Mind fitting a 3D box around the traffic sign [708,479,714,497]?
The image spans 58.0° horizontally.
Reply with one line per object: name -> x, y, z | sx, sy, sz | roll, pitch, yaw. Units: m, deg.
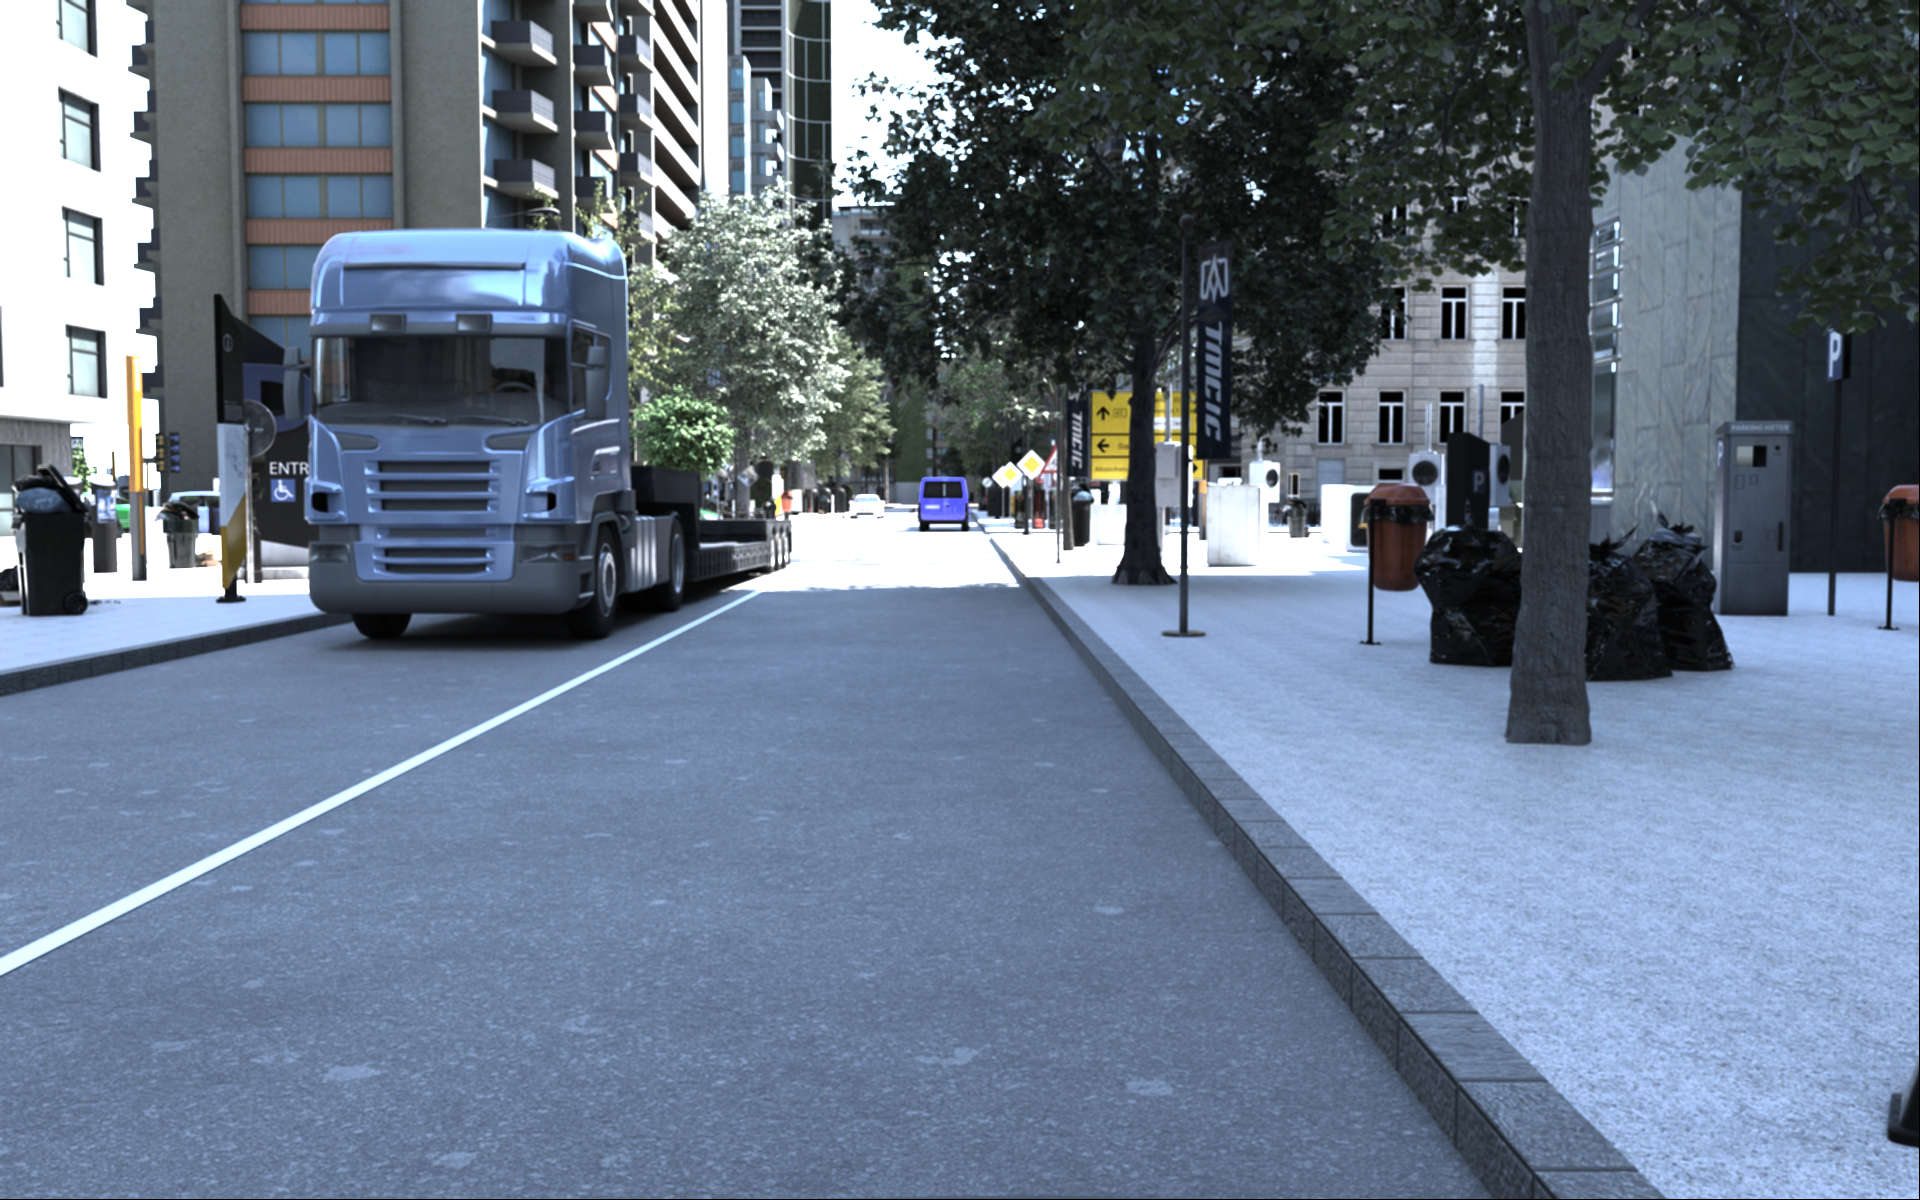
traffic sign -> -10.973, -4.693, 76.836 | 0.768, 2.556, 0.104 | 0, 4, 6

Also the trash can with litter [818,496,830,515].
trash can with litter -> -8.241, -5.696, 104.508 | 0.624, 1.170, 1.055 | 0, 4, 6

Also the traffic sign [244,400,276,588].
traffic sign -> -9.670, -1.433, 23.538 | 0.768, 2.556, 0.104 | 0, 4, 4

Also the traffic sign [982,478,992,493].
traffic sign -> 2.089, -8.131, 133.050 | 0.768, 2.556, 0.104 | 0, 4, 3

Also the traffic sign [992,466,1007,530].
traffic sign -> 1.533, -3.545, 61.606 | 0.795, 2.450, 0.064 | 0, 4, 0

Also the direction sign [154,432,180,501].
direction sign -> -29.131, -4.386, 63.713 | 0.876, 3.537, 0.379 | 0, 4, -7

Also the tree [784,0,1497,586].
tree -> 2.598, -6.562, 24.299 | 9.611, 12.733, 9.660 | 0, 3, 0

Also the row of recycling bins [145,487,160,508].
row of recycling bins -> -61.992, -7.671, 132.534 | 3.534, 1.692, 1.069 | 0, 4, 5

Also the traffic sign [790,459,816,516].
traffic sign -> -9.599, -6.588, 101.588 | 2.265, 3.308, 0.079 | 0, 4, 5

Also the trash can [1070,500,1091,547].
trash can -> 2.797, -1.845, 41.821 | 0.748, 1.137, 0.748 | 0, 3, 0

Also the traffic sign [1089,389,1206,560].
traffic sign -> 3.655, -2.442, 33.804 | 2.265, 3.308, 0.079 | 0, 4, 5

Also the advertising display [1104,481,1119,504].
advertising display -> 4.196, -2.597, 47.682 | 0.123, 1.923, 0.974 | 2, 4, 25

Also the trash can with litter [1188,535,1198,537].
trash can with litter -> 7.790, -2.452, 51.144 | 2.233, 1.210, 1.678 | 2, 4, 27

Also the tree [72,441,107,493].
tree -> -32.130, -4.213, 63.490 | 1.663, 3.219, 1.824 | 0, 3, 0

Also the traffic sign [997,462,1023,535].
traffic sign -> 1.554, -3.057, 53.620 | 0.795, 2.450, 0.064 | 0, 4, 0

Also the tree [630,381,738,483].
tree -> -8.173, -4.095, 50.661 | 4.285, 4.588, 4.351 | 0, 3, 0

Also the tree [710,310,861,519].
tree -> -8.533, -9.177, 84.464 | 8.767, 10.594, 7.601 | 0, 4, 1

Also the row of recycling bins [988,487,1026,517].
row of recycling bins -> 2.781, -5.682, 100.009 | 1.069, 1.692, 3.534 | 2, 4, 33

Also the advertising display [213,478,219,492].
advertising display -> -30.047, -3.973, 70.178 | 0.123, 1.923, 0.974 | -3, 4, -37

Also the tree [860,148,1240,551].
tree -> 2.463, -6.393, 38.938 | 8.767, 10.594, 7.601 | 0, 4, 1

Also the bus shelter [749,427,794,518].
bus shelter -> -10.699, -7.226, 95.785 | 2.179, 5.291, 8.768 | 0, 3, 0

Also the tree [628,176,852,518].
tree -> -8.845, -9.954, 69.399 | 9.857, 13.997, 8.962 | 0, 3, 0

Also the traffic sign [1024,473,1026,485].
traffic sign -> 2.989, -4.911, 82.429 | 0.606, 2.300, 0.079 | 0, 4, 5

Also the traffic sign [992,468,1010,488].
traffic sign -> 3.603, -8.496, 132.780 | 2.265, 3.308, 0.079 | 1, 4, 9

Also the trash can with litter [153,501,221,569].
trash can with litter -> -13.317, -1.133, 29.911 | 0.624, 1.170, 1.055 | 1, 4, 17

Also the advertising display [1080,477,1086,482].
advertising display -> 4.773, -3.807, 67.461 | 0.123, 1.923, 0.974 | 0, 4, -2

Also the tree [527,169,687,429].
tree -> -8.555, -5.494, 40.186 | 4.737, 8.622, 4.395 | 0, 3, 0

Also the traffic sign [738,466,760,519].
traffic sign -> -7.511, -3.545, 61.603 | 0.795, 2.450, 0.064 | 0, 4, 0

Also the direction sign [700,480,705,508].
direction sign -> -16.219, -7.161, 109.075 | 0.379, 3.537, 0.876 | 1, 4, 17

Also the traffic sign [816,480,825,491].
traffic sign -> -10.203, -7.620, 126.716 | 0.606, 2.300, 0.079 | 0, 4, 1

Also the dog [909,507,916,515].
dog -> -3.314, -6.161, 120.016 | 0.406, 0.507, 0.540 | 1, 4, 9

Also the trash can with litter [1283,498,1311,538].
trash can with litter -> 9.775, -2.370, 50.142 | 0.624, 1.170, 1.055 | 2, 4, 27

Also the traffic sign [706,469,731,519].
traffic sign -> -7.490, -3.057, 53.618 | 0.795, 2.450, 0.064 | 0, 4, 0

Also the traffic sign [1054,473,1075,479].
traffic sign -> 2.982, -2.897, 49.494 | 0.606, 2.300, 0.079 | 0, 4, 1

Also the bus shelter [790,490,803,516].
bus shelter -> -10.054, -6.766, 104.541 | 2.014, 3.302, 5.546 | 0, 4, 0

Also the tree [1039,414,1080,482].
tree -> 8.065, -11.066, 131.295 | 4.737, 8.622, 4.395 | 0, 3, 0

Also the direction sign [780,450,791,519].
direction sign -> -8.974, -5.943, 89.164 | 0.876, 3.537, 0.379 | 3, 5, 44

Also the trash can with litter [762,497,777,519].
trash can with litter -> -7.972, -3.645, 70.981 | 0.624, 1.170, 1.055 | -3, 5, -43

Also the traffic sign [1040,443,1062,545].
traffic sign -> 2.466, -2.688, 43.961 | 0.884, 2.594, 0.081 | 0, 4, 0

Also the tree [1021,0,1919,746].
tree -> 2.867, -5.562, 9.060 | 7.486, 12.596, 7.792 | 0, 3, 0

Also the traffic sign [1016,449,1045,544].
traffic sign -> 1.853, -2.668, 44.802 | 0.795, 2.450, 0.064 | 0, 4, 0

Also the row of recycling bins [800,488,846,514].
row of recycling bins -> -9.209, -6.521, 113.725 | 3.534, 1.692, 1.069 | 1, 4, 8

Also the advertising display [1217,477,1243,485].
advertising display -> 10.219, -3.691, 65.566 | 0.974, 1.923, 0.123 | 1, 4, 19

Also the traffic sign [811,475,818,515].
traffic sign -> -9.215, -6.578, 107.650 | 0.768, 2.556, 0.104 | 0, 4, 4

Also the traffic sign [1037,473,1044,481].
traffic sign -> 3.475, -4.185, 68.435 | 0.884, 2.594, 0.081 | 0, 4, 7

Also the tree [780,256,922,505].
tree -> -7.944, -17.116, 135.737 | 12.611, 20.169, 13.585 | 0, 3, 0

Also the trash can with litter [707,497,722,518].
trash can with litter -> -10.409, -3.873, 74.715 | 1.055, 1.170, 0.624 | 2, 4, 33

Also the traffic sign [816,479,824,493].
traffic sign -> -10.218, -7.590, 125.278 | 0.795, 2.450, 0.064 | 0, 4, 3

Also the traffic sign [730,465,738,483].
traffic sign -> -9.804, -4.681, 76.646 | 0.768, 2.556, 0.104 | 0, 4, 8

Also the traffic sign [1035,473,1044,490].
traffic sign -> 3.952, -5.099, 83.481 | 0.768, 2.556, 0.104 | 0, 4, 4

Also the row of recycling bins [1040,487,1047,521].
row of recycling bins -> 5.123, -5.326, 94.196 | 1.069, 1.692, 3.534 | 1, 4, 23
